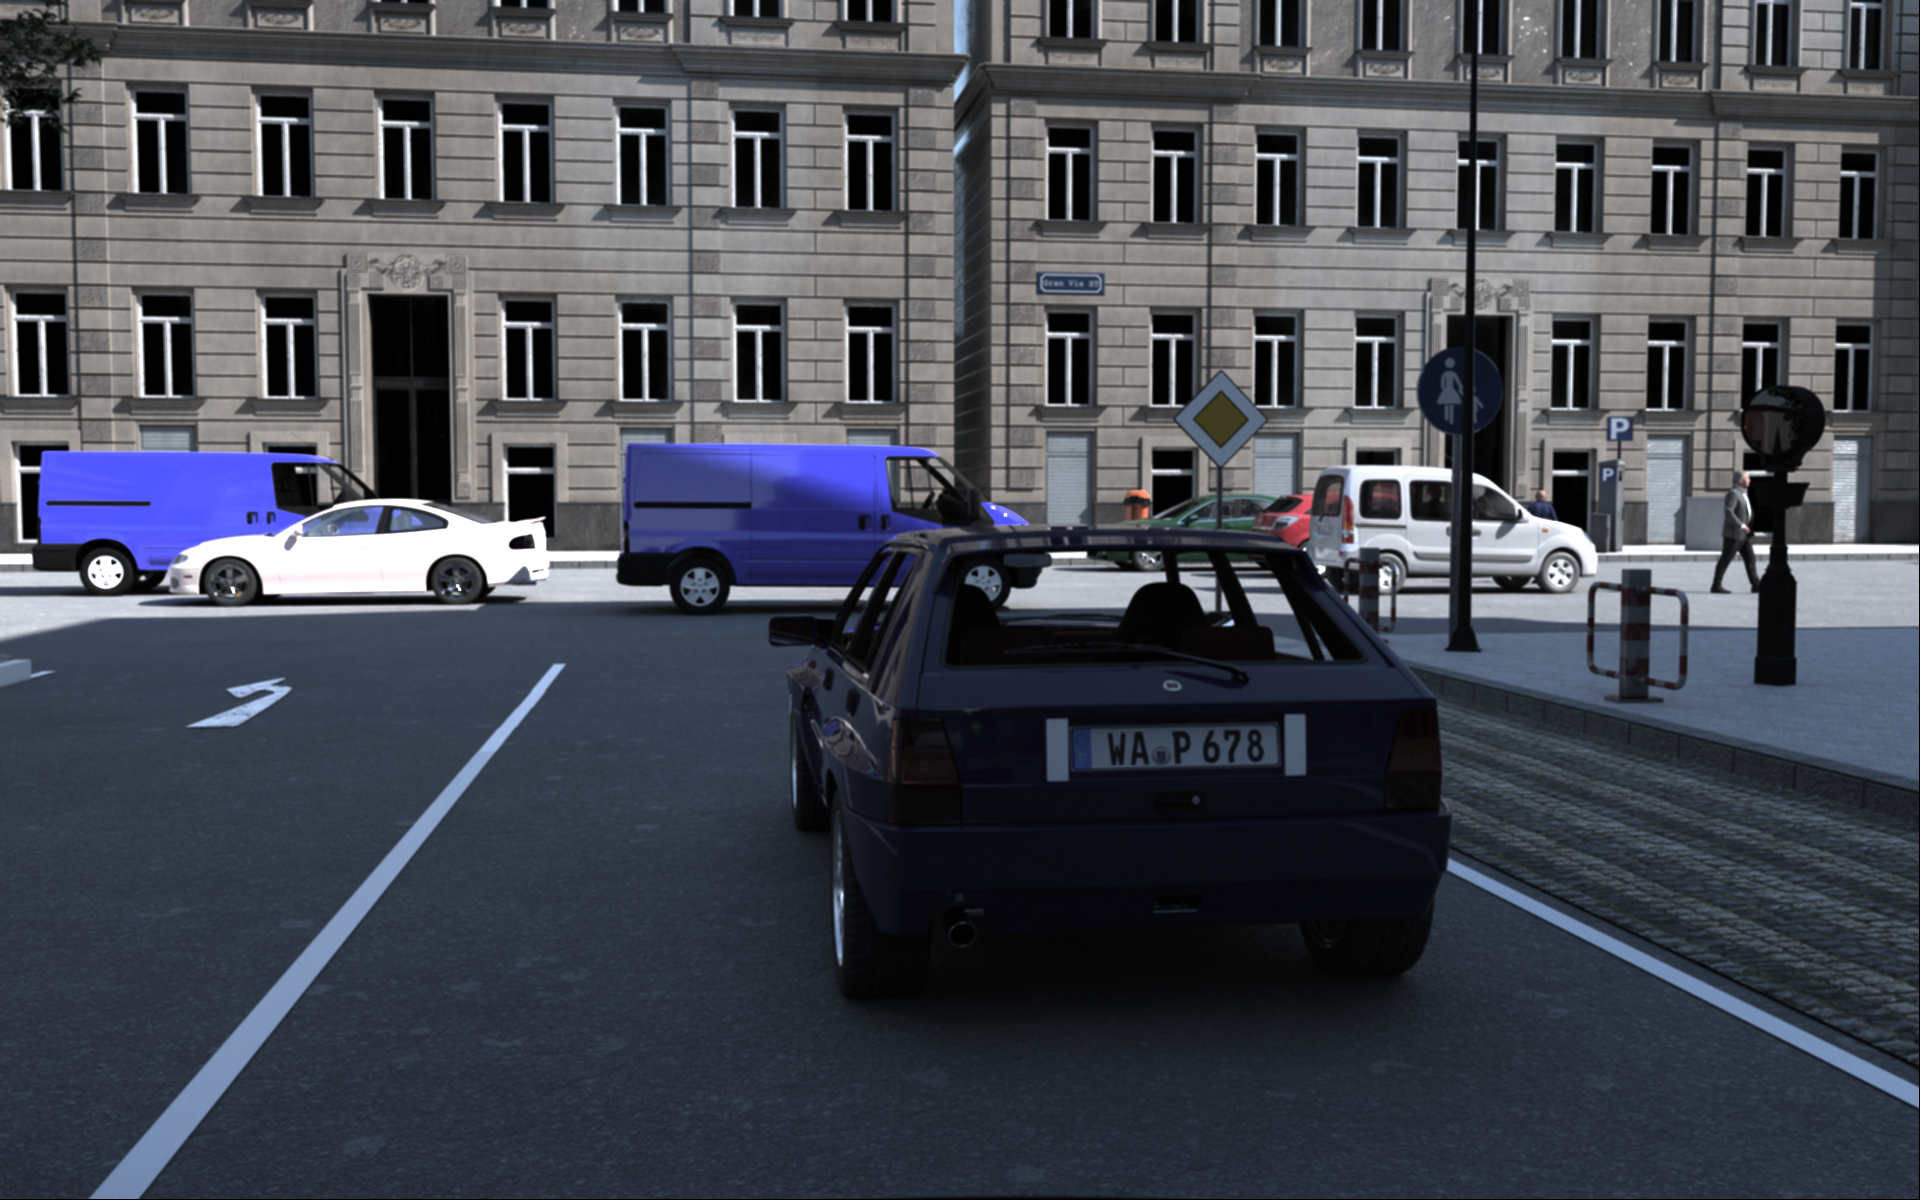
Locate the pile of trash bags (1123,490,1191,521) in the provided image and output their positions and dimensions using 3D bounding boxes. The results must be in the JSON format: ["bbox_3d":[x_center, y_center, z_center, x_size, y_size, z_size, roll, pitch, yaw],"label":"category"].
[{"bbox_3d":[5.298,-1.786,38.961,3.447,1.369,1.912,2,4,26],"label":"pile of trash bags"}]

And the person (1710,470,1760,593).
[{"bbox_3d":[11.246,-0.976,24.862,0.834,1.777,0.661,2,4,32],"label":"person"}]

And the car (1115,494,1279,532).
[{"bbox_3d":[4.792,-1.281,32.736,4.920,1.459,2.131,-1,4,-8],"label":"car"}]

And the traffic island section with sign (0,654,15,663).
[{"bbox_3d":[-8.252,-0.292,12.914,2.006,1.907,1.989,-1,4,-8],"label":"traffic island section with sign"}]

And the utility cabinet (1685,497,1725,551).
[{"bbox_3d":[16.887,-1.700,38.962,1.020,1.237,0.306,3,5,42],"label":"utility cabinet"}]

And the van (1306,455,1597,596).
[{"bbox_3d":[7.219,-1.124,25.382,4.112,2.044,2.013,-1,4,-9],"label":"van"}]

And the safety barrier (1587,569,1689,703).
[{"bbox_3d":[4.172,0.218,10.704,0.300,0.817,1.120,-1,4,-8],"label":"safety barrier"}]

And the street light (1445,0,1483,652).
[{"bbox_3d":[3.603,-2.534,13.971,1.470,5.913,1.316,-1,4,-8],"label":"street light"}]

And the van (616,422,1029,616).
[{"bbox_3d":[-1.598,-1.047,21.503,5.245,2.365,2.240,-1,4,-9],"label":"van"}]

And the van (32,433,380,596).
[{"bbox_3d":[-10.499,-1.282,25.347,5.245,2.365,2.240,-1,4,-10],"label":"van"}]

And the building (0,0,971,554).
[{"bbox_3d":[-12.888,-15.022,42.876,25.104,27.353,12.463,-1,4,-8],"label":"building"}]

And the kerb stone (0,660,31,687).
[{"bbox_3d":[-7.186,0.567,12.923,0.120,0.150,1.000,-1,4,-8],"label":"kerb stone"}]

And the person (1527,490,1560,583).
[{"bbox_3d":[9.392,-1.015,27.793,0.574,1.496,0.600,2,4,32],"label":"person"}]

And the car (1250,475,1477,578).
[{"bbox_3d":[7.281,-1.293,30.178,4.494,1.783,2.155,0,4,-8],"label":"car"}]

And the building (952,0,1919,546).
[{"bbox_3d":[11.840,-15.290,47.260,25.104,27.353,12.463,-1,4,-8],"label":"building"}]

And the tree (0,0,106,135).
[{"bbox_3d":[-7.614,-4.411,8.988,8.767,10.594,7.601,-1,4,-8],"label":"tree"}]

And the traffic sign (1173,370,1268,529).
[{"bbox_3d":[2.113,-0.642,14.137,0.795,2.450,0.064,-1,4,-8],"label":"traffic sign"}]

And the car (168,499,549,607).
[{"bbox_3d":[-7.944,-0.654,23.048,4.827,1.381,2.083,0,4,-8],"label":"car"}]

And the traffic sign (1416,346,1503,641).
[{"bbox_3d":[4.314,-0.915,15.059,0.768,2.556,0.104,0,4,-5],"label":"traffic sign"}]

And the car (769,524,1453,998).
[{"bbox_3d":[0.295,0.380,6.366,1.945,1.354,3.894,-1,4,-8],"label":"car"}]

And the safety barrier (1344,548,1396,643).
[{"bbox_3d":[3.536,-0.043,14.975,0.300,0.817,1.120,-1,4,-8],"label":"safety barrier"}]

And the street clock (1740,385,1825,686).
[{"bbox_3d":[5.499,-0.432,11.626,0.358,2.002,0.471,-2,4,-32],"label":"street clock"}]

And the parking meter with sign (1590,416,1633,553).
[{"bbox_3d":[14.383,-2.572,38.319,0.543,3.016,1.738,2,4,33],"label":"parking meter with sign"}]
